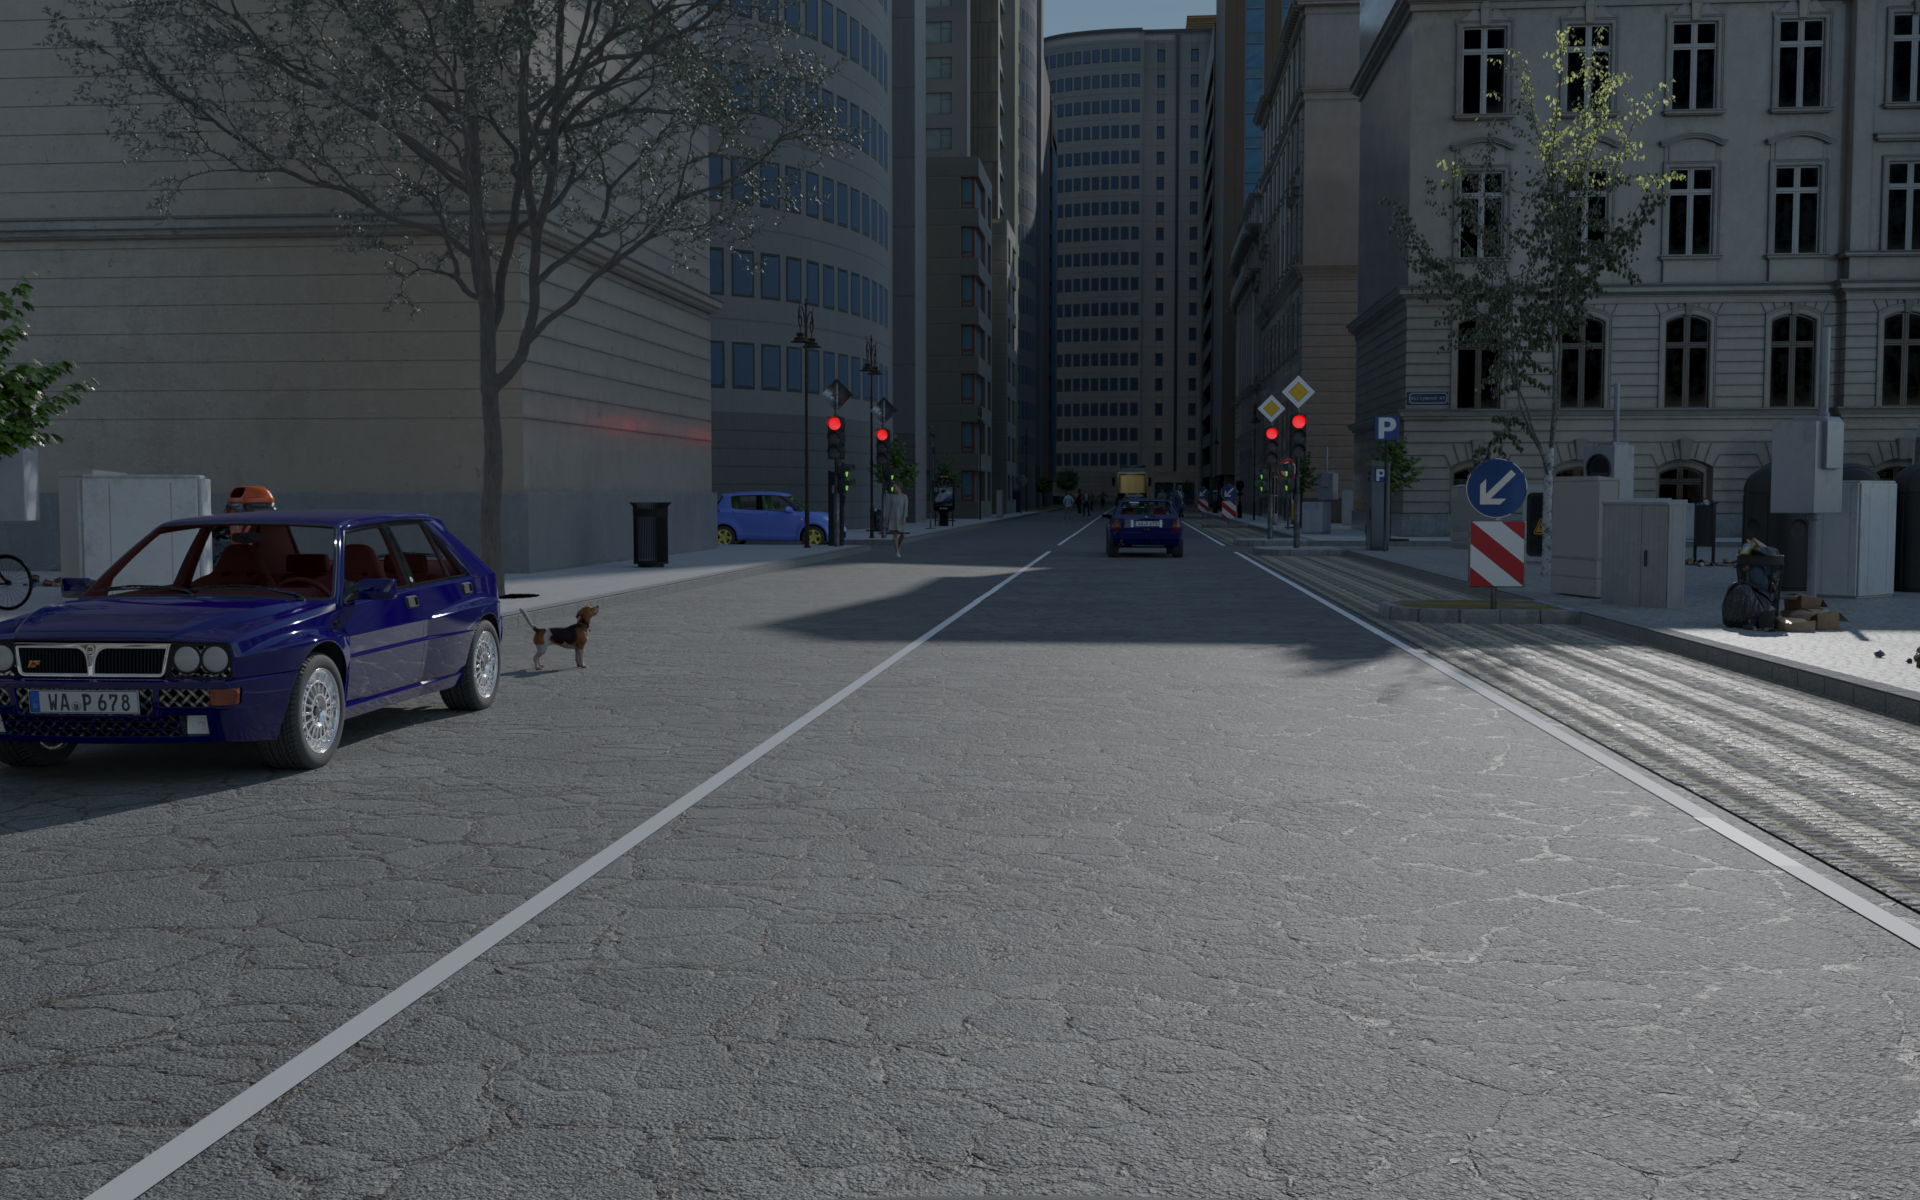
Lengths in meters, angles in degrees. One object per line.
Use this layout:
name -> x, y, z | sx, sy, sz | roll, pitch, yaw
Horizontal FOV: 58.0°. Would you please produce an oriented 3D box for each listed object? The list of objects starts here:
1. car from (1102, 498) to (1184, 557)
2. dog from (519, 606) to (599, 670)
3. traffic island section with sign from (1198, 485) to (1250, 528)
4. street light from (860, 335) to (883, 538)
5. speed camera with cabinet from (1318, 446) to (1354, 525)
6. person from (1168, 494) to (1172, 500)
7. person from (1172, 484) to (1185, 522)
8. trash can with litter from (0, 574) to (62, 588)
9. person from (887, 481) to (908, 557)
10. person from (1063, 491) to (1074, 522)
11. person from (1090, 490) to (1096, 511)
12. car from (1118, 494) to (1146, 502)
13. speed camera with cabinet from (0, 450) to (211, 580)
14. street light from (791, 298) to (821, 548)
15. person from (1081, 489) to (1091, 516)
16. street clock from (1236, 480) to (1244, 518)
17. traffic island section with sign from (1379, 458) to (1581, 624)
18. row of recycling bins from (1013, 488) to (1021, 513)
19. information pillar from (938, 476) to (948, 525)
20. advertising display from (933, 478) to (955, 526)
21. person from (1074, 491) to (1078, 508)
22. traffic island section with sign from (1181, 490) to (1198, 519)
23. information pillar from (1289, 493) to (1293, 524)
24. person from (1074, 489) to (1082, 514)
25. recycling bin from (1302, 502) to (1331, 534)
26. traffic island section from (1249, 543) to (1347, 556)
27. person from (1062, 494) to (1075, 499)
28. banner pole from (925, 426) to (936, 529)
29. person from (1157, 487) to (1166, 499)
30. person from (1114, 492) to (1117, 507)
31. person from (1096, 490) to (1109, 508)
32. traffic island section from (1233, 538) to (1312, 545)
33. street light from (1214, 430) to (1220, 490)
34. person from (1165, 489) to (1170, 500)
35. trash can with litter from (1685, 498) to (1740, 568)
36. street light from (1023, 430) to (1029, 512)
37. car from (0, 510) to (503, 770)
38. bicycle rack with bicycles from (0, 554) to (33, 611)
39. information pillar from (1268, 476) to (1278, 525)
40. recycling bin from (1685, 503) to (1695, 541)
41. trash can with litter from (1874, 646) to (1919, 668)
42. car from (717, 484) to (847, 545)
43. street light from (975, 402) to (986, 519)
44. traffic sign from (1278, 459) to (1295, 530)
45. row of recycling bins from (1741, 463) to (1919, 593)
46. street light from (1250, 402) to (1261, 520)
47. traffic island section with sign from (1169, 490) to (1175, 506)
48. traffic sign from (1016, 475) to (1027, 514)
car -> 4.293, -1.710, 40.535 | 1.945, 1.354, 3.894 | 0, 4, 4
dog -> -3.291, 0.307, 14.265 | 0.406, 0.507, 0.540 | 2, 4, 27
traffic island section with sign -> 11.271, -3.972, 73.566 | 1.989, 1.847, 2.006 | 0, 4, 6
street light -> -2.577, -4.751, 50.474 | 0.468, 5.910, 1.993 | 0, 4, 6
speed camera with cabinet -> 15.783, -4.704, 71.239 | 2.038, 3.252, 0.660 | 3, 4, 36
person -> 20.026, -9.228, 162.574 | 0.799, 1.438, 0.628 | -3, 5, -41
person -> 8.295, -3.496, 65.840 | 0.419, 1.800, 0.721 | 3, 5, 45
trash can with litter -> -12.513, -0.817, 24.422 | 2.233, 1.210, 1.678 | 1, 4, 20
person -> -1.437, -1.849, 39.484 | 0.466, 1.731, 0.760 | -1, 4, -14
person -> 5.561, -4.792, 88.661 | 0.589, 1.601, 0.330 | 1, 4, 21
person -> 11.503, -8.538, 148.625 | 0.750, 1.759, 0.617 | 2, 4, 29
car -> 10.826, -5.844, 107.348 | 2.131, 1.459, 4.920 | 0, 4, 7
speed camera with cabinet -> -7.553, -1.253, 14.815 | 2.038, 3.252, 0.660 | -1, 4, -16
street light -> -3.641, -4.177, 41.085 | 0.468, 5.910, 1.993 | 0, 4, 6
person -> 8.170, -6.305, 111.978 | 0.661, 1.777, 0.834 | -1, 4, -21
street clock -> 14.880, -5.353, 92.094 | 0.471, 2.002, 0.358 | -3, 5, -41
traffic island section with sign -> 5.908, -0.693, 19.951 | 1.989, 1.847, 2.006 | 0, 4, 6
row of recycling bins -> 2.463, -6.905, 120.002 | 3.534, 1.692, 1.069 | 0, 4, 3
information pillar -> -0.699, -4.054, 70.772 | 0.304, 2.012, 0.304 | -2, 4, -26
advertising display -> -0.633, -3.899, 68.956 | 0.974, 1.923, 0.123 | 2, 4, 35
person -> 12.055, -10.346, 178.595 | 0.756, 1.711, 0.436 | -1, 4, -17
traffic island section with sign -> 13.940, -5.612, 100.389 | 1.989, 1.847, 2.006 | 0, 4, 6
information pillar -> 14.275, -5.036, 73.685 | 0.504, 3.616, 0.183 | -3, 4, -38
person -> 8.758, -7.288, 127.619 | 0.705, 1.831, 1.348 | 2, 4, 25
recycling bin -> 11.465, -2.640, 55.714 | 0.722, 1.027, 0.722 | 3, 4, 36
traffic island section -> 8.015, -1.154, 41.144 | 2.009, 0.180, 2.903 | 0, 4, 6
person -> 9.423, -8.621, 149.978 | 1.217, 1.766, 0.721 | 0, 4, 8
banner pole -> -1.018, -4.491, 63.440 | 0.401, 3.779, 0.863 | -1, 4, -17
person -> 11.238, -5.371, 96.501 | 0.511, 1.800, 0.466 | 1, 4, 12
person -> 17.503, -11.210, 192.728 | 0.436, 1.711, 0.756 | -1, 4, -21
person -> 14.926, -10.552, 181.116 | 1.348, 1.812, 0.705 | 1, 4, 18
traffic island section -> 8.809, -1.640, 49.090 | 2.009, 0.180, 2.903 | 0, 4, 6
street light -> 18.086, -9.150, 122.396 | 0.468, 5.910, 1.993 | 0, 4, 6
person -> 17.622, -8.523, 147.849 | 0.705, 1.824, 1.348 | -1, 4, -13
trash can with litter -> 13.405, -1.207, 30.793 | 1.678, 1.210, 2.233 | -1, 4, -14
street light -> 4.773, -9.269, 124.337 | 0.468, 5.910, 1.993 | 0, 4, 6
car -> -4.091, 0.141, 10.282 | 1.945, 1.354, 3.894 | 0, 4, 4
bicycle rack with bicycles -> -11.842, -0.298, 18.261 | 2.925, 0.926, 2.852 | 1, 4, 13
information pillar -> 13.038, -4.139, 72.161 | 0.304, 2.012, 0.304 | 2, 4, 35
recycling bin -> 20.020, -2.179, 48.176 | 0.722, 1.027, 0.722 | 1, 4, 17
trash can with litter -> 7.887, -0.125, 13.108 | 1.678, 1.210, 2.233 | 3, 5, 42
car -> -4.860, -2.235, 46.133 | 3.694, 1.707, 1.945 | 0, 4, 5
street light -> 1.019, -7.005, 87.324 | 0.468, 5.910, 1.993 | 0, 4, 6
traffic sign -> 11.824, -3.810, 62.392 | 0.768, 2.556, 0.104 | 1, 4, 10
row of recycling bins -> 12.295, -0.970, 22.978 | 3.534, 1.692, 1.069 | 0, 4, 7
street light -> 14.550, -6.896, 85.544 | 0.468, 5.910, 1.993 | 0, 4, 6
traffic island section with sign -> 18.932, -8.668, 150.342 | 1.989, 1.847, 2.006 | 0, 4, 6
traffic sign -> 4.007, -6.920, 113.249 | 0.768, 2.556, 0.104 | 1, 4, 9
